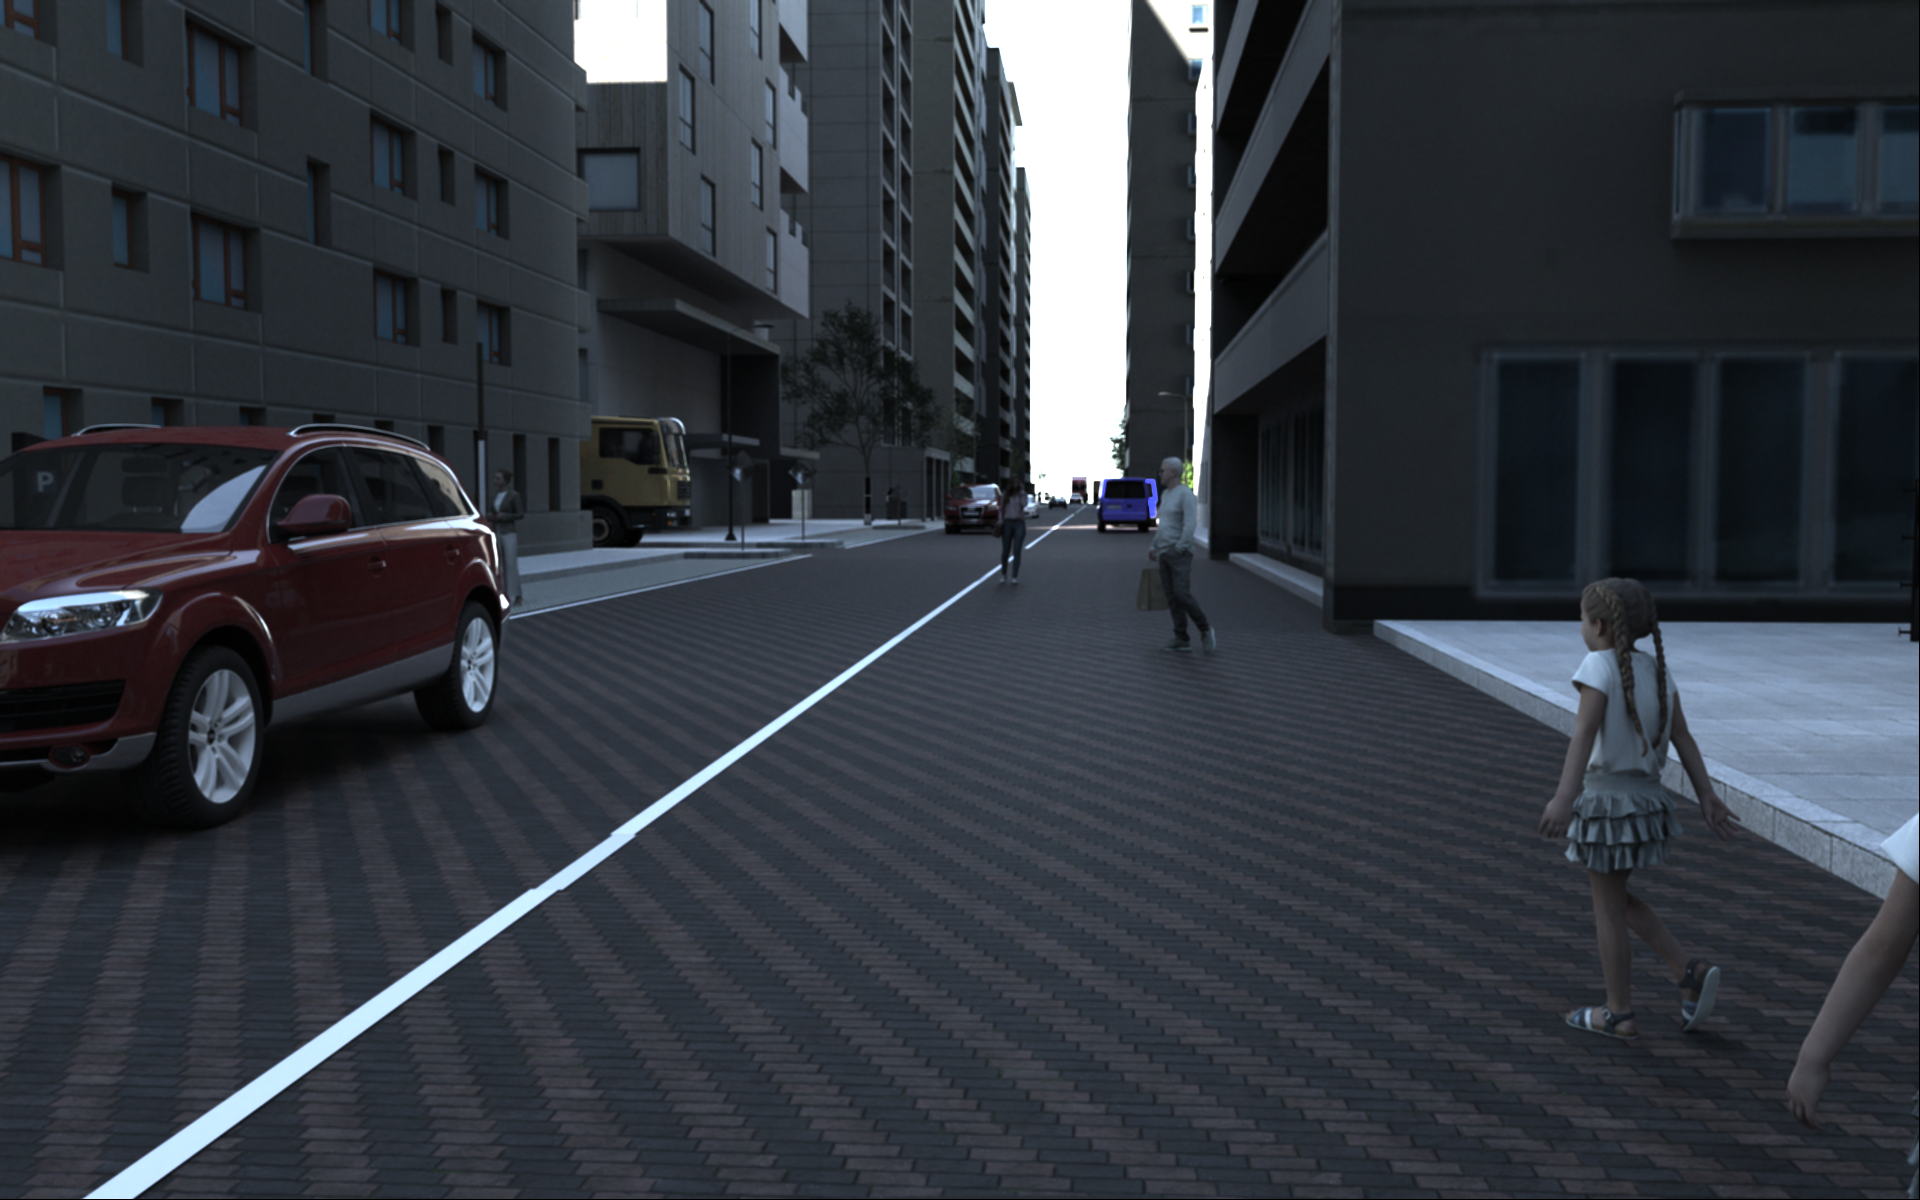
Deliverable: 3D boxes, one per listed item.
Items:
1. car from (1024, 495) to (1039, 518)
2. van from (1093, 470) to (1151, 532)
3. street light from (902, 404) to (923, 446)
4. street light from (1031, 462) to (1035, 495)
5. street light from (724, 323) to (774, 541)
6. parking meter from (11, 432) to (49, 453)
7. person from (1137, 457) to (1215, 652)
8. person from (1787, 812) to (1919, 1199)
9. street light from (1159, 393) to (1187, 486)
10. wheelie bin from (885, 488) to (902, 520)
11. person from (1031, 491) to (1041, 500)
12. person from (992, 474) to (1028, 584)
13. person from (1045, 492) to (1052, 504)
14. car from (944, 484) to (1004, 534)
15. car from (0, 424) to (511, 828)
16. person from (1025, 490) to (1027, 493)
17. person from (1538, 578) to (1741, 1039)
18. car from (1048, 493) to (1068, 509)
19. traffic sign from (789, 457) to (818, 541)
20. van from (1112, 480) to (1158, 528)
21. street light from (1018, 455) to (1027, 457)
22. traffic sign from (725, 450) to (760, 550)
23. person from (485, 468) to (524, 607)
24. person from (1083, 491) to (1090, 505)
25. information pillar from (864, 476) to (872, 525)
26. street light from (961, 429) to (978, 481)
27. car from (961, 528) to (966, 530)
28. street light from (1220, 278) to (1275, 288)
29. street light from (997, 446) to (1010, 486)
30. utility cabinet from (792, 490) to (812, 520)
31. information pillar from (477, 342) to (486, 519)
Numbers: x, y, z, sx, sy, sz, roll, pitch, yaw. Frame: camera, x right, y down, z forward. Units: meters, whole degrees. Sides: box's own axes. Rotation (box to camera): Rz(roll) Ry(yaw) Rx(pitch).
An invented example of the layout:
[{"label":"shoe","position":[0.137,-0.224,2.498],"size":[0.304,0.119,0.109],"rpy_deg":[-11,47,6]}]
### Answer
[{"label":"car","position":[3.757,-5.606,104.015],"size":[2.083,1.381,4.827],"rpy_deg":[0,4,5]},{"label":"van","position":[6.250,-3.807,66.621],"size":[2.240,2.365,5.245],"rpy_deg":[0,4,3]},{"label":"street light","position":[-2.406,-7.138,89.252],"size":[1.470,5.913,1.316],"rpy_deg":[0,4,5]},{"label":"street light","position":[10.765,-16.865,248.275],"size":[1.470,5.913,1.316],"rpy_deg":[0,4,5]},{"label":"street light","position":[-5.753,-4.573,47.307],"size":[1.470,5.913,1.316],"rpy_deg":[0,4,5]},{"label":"parking meter","position":[-8.820,-0.667,16.615],"size":[0.255,1.863,0.399],"rpy_deg":[2,4,32]},{"label":"person","position":[1.980,-0.424,15.924],"size":[0.515,1.767,0.782],"rpy_deg":[-1,4,-22]},{"label":"person","position":[1.362,0.689,2.256],"size":[0.505,1.210,0.382],"rpy_deg":[1,4,22]},{"label":"street light","position":[9.809,-6.536,79.408],"size":[1.470,5.913,1.316],"rpy_deg":[0,4,5]},{"label":"wheelie bin","position":[-3.239,-4.767,85.841],"size":[0.693,1.594,0.980],"rpy_deg":[3,4,36]},{"label":"person","position":[8.512,-11.484,196.405],"size":[1.348,1.807,0.705],"rpy_deg":[-2,4,-23]},{"label":"person","position":[0.816,-1.143,27.779],"size":[0.593,1.750,0.643],"rpy_deg":[0,4,8]},{"label":"person","position":[13.056,-14.915,253.176],"size":[1.217,1.723,0.721],"rpy_deg":[1,4,23]},{"label":"car","position":[0.619,-3.380,63.939],"size":[2.281,1.827,5.304],"rpy_deg":[0,4,5]},{"label":"car","position":[-4.055,-0.031,9.176],"size":[2.281,1.827,5.304],"rpy_deg":[0,4,4]},{"label":"person","position":[6.710,-10.268,176.343],"size":[1.348,1.831,0.705],"rpy_deg":[-3,4,-38]},{"label":"person","position":[1.744,0.550,4.515],"size":[0.505,1.210,0.382],"rpy_deg":[-3,4,-36]},{"label":"car","position":[9.742,-9.932,172.182],"size":[2.009,1.686,4.222],"rpy_deg":[0,4,5]},{"label":"traffic sign","position":[-4.283,-2.670,47.302],"size":[0.795,2.450,0.064],"rpy_deg":[0,4,5]},{"label":"van","position":[7.568,-4.349,75.483],"size":[2.240,2.365,5.245],"rpy_deg":[0,4,4]},{"label":"street light","position":[7.316,-14.318,206.637],"size":[1.470,5.913,1.316],"rpy_deg":[0,4,5]},{"label":"traffic sign","position":[-4.937,-2.184,39.343],"size":[0.795,2.450,0.064],"rpy_deg":[0,4,5]},{"label":"person","position":[-5.822,-0.794,22.024],"size":[0.519,1.759,0.362],"rpy_deg":[2,4,25]},{"label":"person","position":[16.474,-13.154,223.581],"size":[1.348,1.822,0.705],"rpy_deg":[3,4,36]},{"label":"information pillar","position":[-3.804,-4.086,71.305],"size":[0.304,2.012,0.304],"rpy_deg":[-1,4,-9]},{"label":"street light","position":[0.624,-9.275,124.193],"size":[1.470,5.913,1.316],"rpy_deg":[0,4,5]},{"label":"car","position":[0.958,-3.725,71.131],"size":[2.015,1.641,3.980],"rpy_deg":[0,4,3]},{"label":"street light","position":[6.291,-3.963,37.334],"size":[1.470,5.913,1.316],"rpy_deg":[0,4,5]},{"label":"street light","position":[4.089,-11.822,165.829],"size":[1.470,5.913,1.316],"rpy_deg":[0,4,5]},{"label":"utility cabinet","position":[-7.876,-4.745,86.266],"size":[1.173,1.500,0.318],"rpy_deg":[3,5,43]},{"label":"information pillar","position":[-7.444,-2.178,26.960],"size":[0.183,3.616,0.504],"rpy_deg":[-1,4,-14]}]
